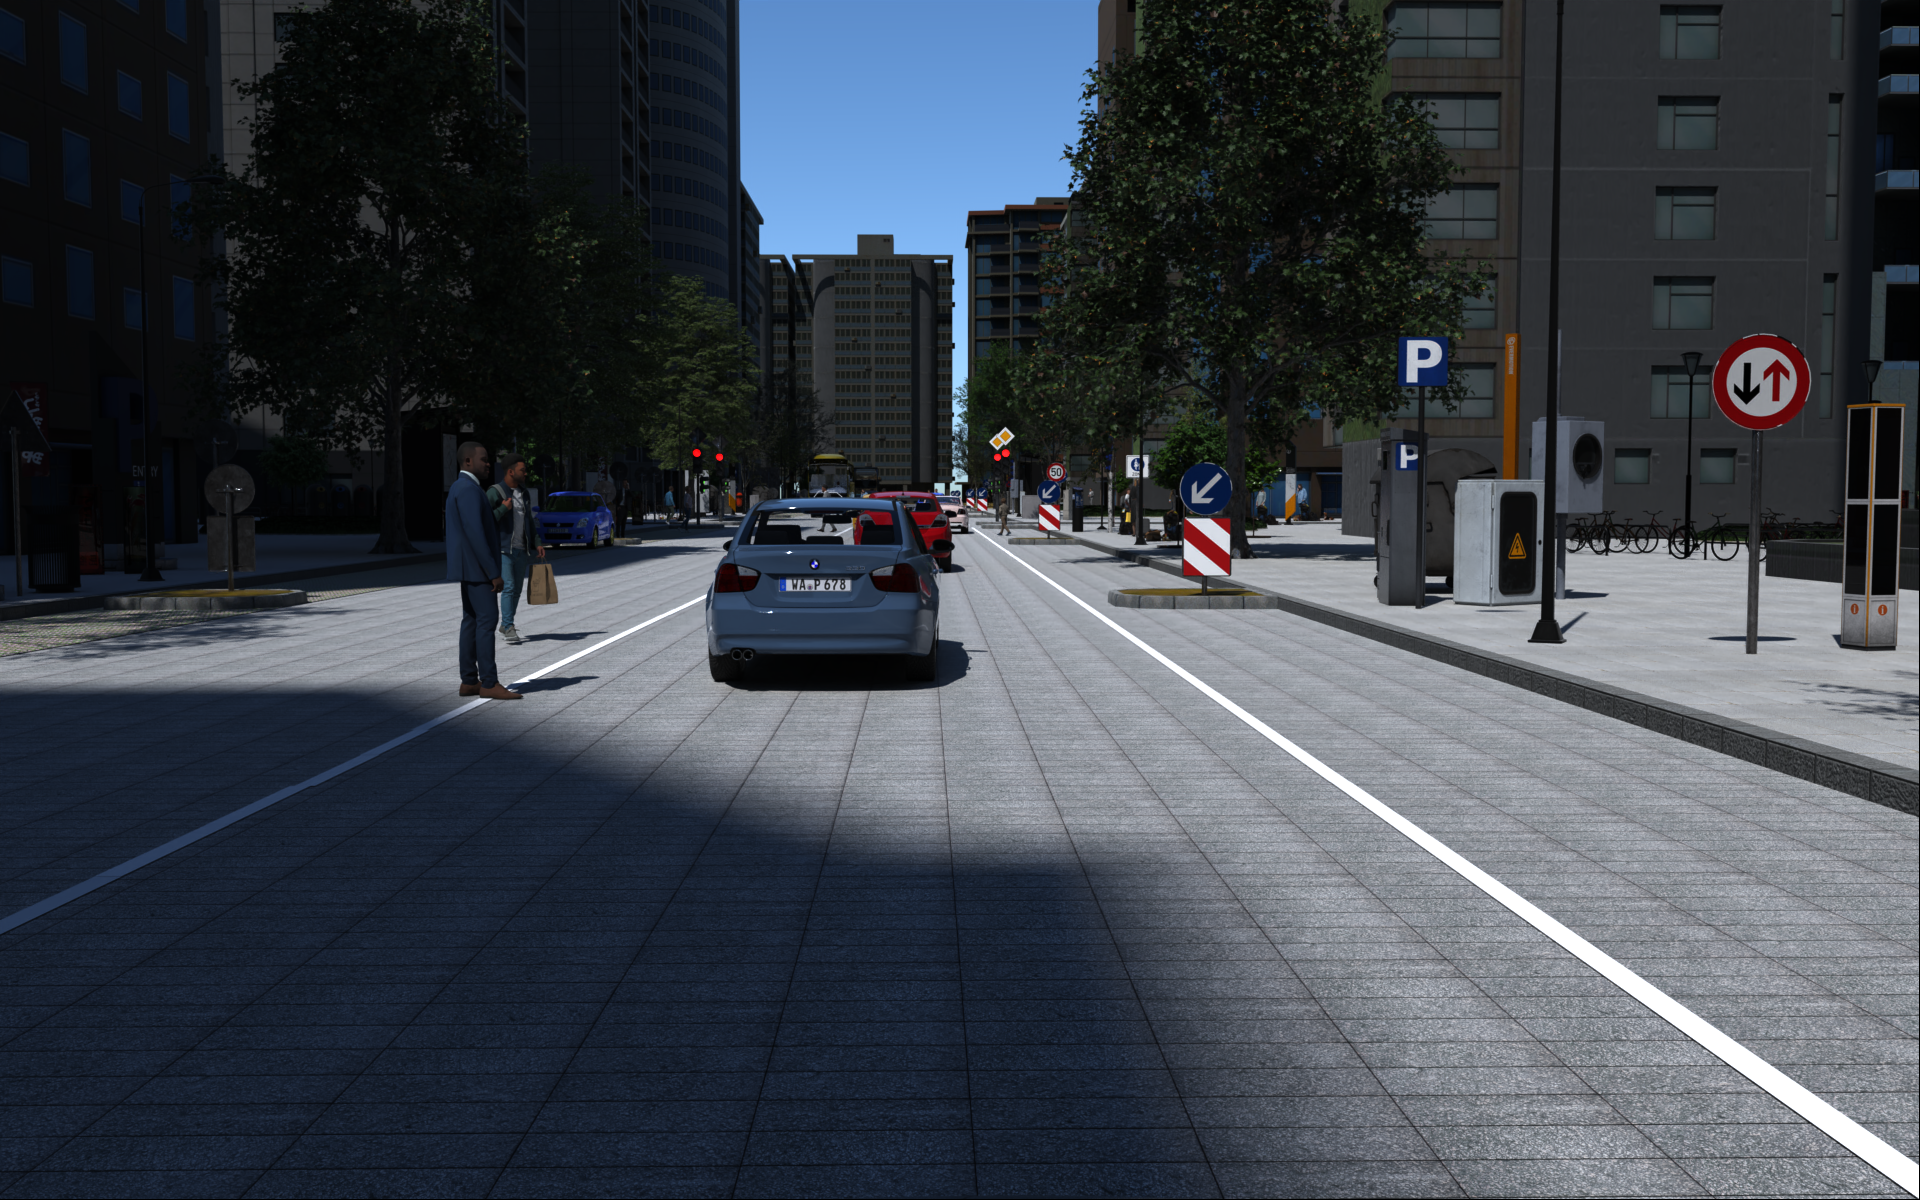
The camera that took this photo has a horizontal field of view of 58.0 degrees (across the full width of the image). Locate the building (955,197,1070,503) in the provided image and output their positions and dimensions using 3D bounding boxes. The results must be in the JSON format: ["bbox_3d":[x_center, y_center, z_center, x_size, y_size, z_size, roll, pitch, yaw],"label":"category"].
[{"bbox_3d":[13.716,-36.911,258.117,28.867,44.769,22.147,0,4,-1],"label":"building"}]

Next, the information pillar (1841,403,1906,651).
[{"bbox_3d":[7.502,-0.596,14.243,0.304,2.012,0.304,-1,4,-13],"label":"information pillar"}]

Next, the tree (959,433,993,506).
[{"bbox_3d":[2.023,-14.513,187.651,4.360,8.622,3.978,0,3,0],"label":"tree"}]

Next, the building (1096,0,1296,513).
[{"bbox_3d":[18.986,-30.208,144.005,14.600,45.320,14.200,0,4,-1],"label":"building"}]

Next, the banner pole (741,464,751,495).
[{"bbox_3d":[-15.530,-8.330,126.219,0.863,3.779,0.401,-1,4,-13],"label":"banner pole"}]

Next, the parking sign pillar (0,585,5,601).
[{"bbox_3d":[-12.189,-1.958,20.492,1.447,3.967,1.447,0,4,2],"label":"parking sign pillar"}]

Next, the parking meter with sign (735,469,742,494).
[{"bbox_3d":[-15.850,-7.778,123.438,0.543,3.016,1.738,1,4,11],"label":"parking meter with sign"}]

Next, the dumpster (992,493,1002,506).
[{"bbox_3d":[3.552,-9.093,154.428,1.264,1.857,1.865,0,4,-1],"label":"dumpster"}]

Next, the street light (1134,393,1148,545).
[{"bbox_3d":[4.020,-4.341,43.519,1.470,5.913,1.316,0,4,-1],"label":"street light"}]

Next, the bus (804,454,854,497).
[{"bbox_3d":[-8.122,-7.235,109.835,2.896,3.916,12.252,0,4,-2],"label":"bus"}]

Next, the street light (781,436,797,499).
[{"bbox_3d":[-13.695,-10.137,138.272,1.470,5.913,1.316,0,4,-1],"label":"street light"}]

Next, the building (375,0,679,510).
[{"bbox_3d":[-33.887,-42.950,140.488,20.563,71.187,20.611,0,4,-1],"label":"building"}]

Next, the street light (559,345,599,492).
[{"bbox_3d":[-11.929,-4.986,54.070,1.470,5.913,1.316,0,4,-1],"label":"street light"}]

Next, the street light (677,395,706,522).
[{"bbox_3d":[-12.537,-6.627,80.886,1.470,5.913,1.316,0,4,-1],"label":"street light"}]

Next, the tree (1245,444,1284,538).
[{"bbox_3d":[8.736,-3.433,50.723,1.663,3.219,1.824,0,3,0],"label":"tree"}]

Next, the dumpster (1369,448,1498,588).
[{"bbox_3d":[6.239,-1.043,22.816,1.264,1.857,1.865,0,4,-1],"label":"dumpster"}]

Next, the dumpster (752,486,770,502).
[{"bbox_3d":[-14.227,-7.224,123.878,1.264,1.857,1.865,0,4,-1],"label":"dumpster"}]

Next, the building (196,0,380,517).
[{"bbox_3d":[-35.291,-40.755,104.599,20.563,71.187,20.611,0,4,-1],"label":"building"}]

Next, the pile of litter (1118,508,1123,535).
[{"bbox_3d":[5.512,-2.494,54.746,1.176,0.858,1.719,1,4,18],"label":"pile of litter"}]

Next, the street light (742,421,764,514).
[{"bbox_3d":[-13.109,-8.383,109.610,1.470,5.913,1.316,0,4,-1],"label":"street light"}]

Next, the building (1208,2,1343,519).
[{"bbox_3d":[20.768,-27.274,96.046,14.200,45.320,14.600,0,4,-1],"label":"building"}]

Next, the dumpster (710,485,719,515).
[{"bbox_3d":[-15.269,-6.038,104.478,1.264,1.857,1.865,0,4,-1],"label":"dumpster"}]

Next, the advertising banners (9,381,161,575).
[{"bbox_3d":[-13.816,-1.910,27.410,2.074,3.025,0.090,-2,4,-32],"label":"advertising banners"}]

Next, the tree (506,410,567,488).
[{"bbox_3d":[-16.981,-7.156,67.369,4.737,8.622,4.395,0,3,0],"label":"tree"}]

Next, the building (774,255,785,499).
[{"bbox_3d":[-37.034,-34.854,261.749,23.993,40.220,32.217,0,4,-1],"label":"building"}]

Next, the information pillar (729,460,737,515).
[{"bbox_3d":[-13.883,-6.987,105.595,0.183,3.616,0.504,3,5,41],"label":"information pillar"}]

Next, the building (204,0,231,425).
[{"bbox_3d":[-32.225,-22.721,55.086,14.086,41.232,14.154,0,4,-1],"label":"building"}]

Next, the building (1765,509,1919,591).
[{"bbox_3d":[22.481,-28.904,14.575,21.231,58.520,28.212,0,4,-1],"label":"building"}]

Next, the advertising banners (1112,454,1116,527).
[{"bbox_3d":[6.077,-4.418,68.416,0.090,3.025,2.074,1,4,9],"label":"advertising banners"}]

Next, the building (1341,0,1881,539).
[{"bbox_3d":[19.003,-22.726,55.161,14.154,41.232,14.086,0,4,-1],"label":"building"}]

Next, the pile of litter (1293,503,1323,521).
[{"bbox_3d":[16.295,-4.161,82.002,1.719,0.858,1.176,2,4,25],"label":"pile of litter"}]

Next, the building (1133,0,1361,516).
[{"bbox_3d":[19.095,-26.815,122.026,14.154,41.232,14.086,0,4,-1],"label":"building"}]

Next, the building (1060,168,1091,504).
[{"bbox_3d":[25.426,-31.778,211.446,32.217,40.220,23.993,0,4,-1],"label":"building"}]

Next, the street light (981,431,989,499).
[{"bbox_3d":[2.267,-9.406,126.334,1.470,5.913,1.316,0,4,-1],"label":"street light"}]

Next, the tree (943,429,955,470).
[{"bbox_3d":[1.621,-17.351,218.098,8.767,10.594,7.601,1,4,21],"label":"tree"}]

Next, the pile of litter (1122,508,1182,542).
[{"bbox_3d":[5.547,-2.047,47.428,1.719,0.858,1.176,-2,4,-35],"label":"pile of litter"}]

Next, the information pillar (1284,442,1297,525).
[{"bbox_3d":[13.674,-4.909,71.620,0.183,3.616,0.504,-3,5,-43],"label":"information pillar"}]

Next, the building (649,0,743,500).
[{"bbox_3d":[-33.281,-38.304,168.275,21.231,58.520,28.212,0,4,-1],"label":"building"}]

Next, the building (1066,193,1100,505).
[{"bbox_3d":[17.215,-24.275,168.601,14.160,30.474,14.107,0,4,-1],"label":"building"}]

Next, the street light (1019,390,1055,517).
[{"bbox_3d":[3.356,-6.094,72.180,1.470,5.913,1.316,0,4,-1],"label":"street light"}]

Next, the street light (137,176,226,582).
[{"bbox_3d":[-11.404,-3.233,25.406,1.470,5.913,1.316,0,4,-1],"label":"street light"}]

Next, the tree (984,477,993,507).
[{"bbox_3d":[3.130,-10.993,174.343,1.663,3.219,1.824,0,3,0],"label":"tree"}]

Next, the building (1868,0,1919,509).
[{"bbox_3d":[54.209,-48.054,98.357,31.000,86.520,22.319,0,4,-1],"label":"building"}]

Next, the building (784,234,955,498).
[{"bbox_3d":[-12.801,-34.876,262.100,23.993,40.220,32.217,0,4,-1],"label":"building"}]

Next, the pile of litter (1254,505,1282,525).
[{"bbox_3d":[12.440,-3.534,71.749,1.719,0.858,1.176,1,4,14],"label":"pile of litter"}]

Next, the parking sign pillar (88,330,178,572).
[{"bbox_3d":[-14.051,-2.494,29.248,1.447,3.967,1.447,1,4,9],"label":"parking sign pillar"}]

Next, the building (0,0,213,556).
[{"bbox_3d":[-26.395,-23.677,37.227,14.600,45.320,14.200,0,4,-1],"label":"building"}]

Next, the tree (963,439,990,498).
[{"bbox_3d":[1.980,-17.008,228.434,4.737,8.622,4.395,0,3,0],"label":"tree"}]

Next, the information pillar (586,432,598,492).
[{"bbox_3d":[-13.936,-4.544,65.651,0.504,3.616,0.183,-3,5,-44],"label":"information pillar"}]

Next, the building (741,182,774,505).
[{"bbox_3d":[-35.916,-31.417,205.541,23.993,40.220,32.217,0,4,-1],"label":"building"}]

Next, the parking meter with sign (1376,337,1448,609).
[{"bbox_3d":[5.173,-1.459,20.109,0.543,3.016,1.738,0,4,3],"label":"parking meter with sign"}]

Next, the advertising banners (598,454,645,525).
[{"bbox_3d":[-13.891,-4.561,70.753,2.074,3.025,0.090,-2,4,-28],"label":"advertising banners"}]

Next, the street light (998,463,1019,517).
[{"bbox_3d":[2.786,-7.634,97.359,1.470,5.913,1.316,0,4,-1],"label":"street light"}]

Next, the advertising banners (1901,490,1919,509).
[{"bbox_3d":[39.158,-4.628,71.856,0.090,3.025,2.074,-2,4,-34],"label":"advertising banners"}]

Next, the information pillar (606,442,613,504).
[{"bbox_3d":[-14.492,-4.906,71.567,0.504,3.616,0.183,3,5,41],"label":"information pillar"}]

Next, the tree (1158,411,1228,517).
[{"bbox_3d":[9.468,-5.174,68.307,4.285,4.588,4.351,0,3,0],"label":"tree"}]

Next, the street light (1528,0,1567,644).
[{"bbox_3d":[4.550,-2.587,14.834,1.470,5.913,1.316,0,4,-1],"label":"street light"}]

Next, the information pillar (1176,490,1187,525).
[{"bbox_3d":[6.476,-2.834,50.825,0.304,2.012,0.304,1,4,20],"label":"information pillar"}]

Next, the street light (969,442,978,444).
[{"bbox_3d":[1.527,-11.178,155.301,1.470,5.913,1.316,0,4,-1],"label":"street light"}]
